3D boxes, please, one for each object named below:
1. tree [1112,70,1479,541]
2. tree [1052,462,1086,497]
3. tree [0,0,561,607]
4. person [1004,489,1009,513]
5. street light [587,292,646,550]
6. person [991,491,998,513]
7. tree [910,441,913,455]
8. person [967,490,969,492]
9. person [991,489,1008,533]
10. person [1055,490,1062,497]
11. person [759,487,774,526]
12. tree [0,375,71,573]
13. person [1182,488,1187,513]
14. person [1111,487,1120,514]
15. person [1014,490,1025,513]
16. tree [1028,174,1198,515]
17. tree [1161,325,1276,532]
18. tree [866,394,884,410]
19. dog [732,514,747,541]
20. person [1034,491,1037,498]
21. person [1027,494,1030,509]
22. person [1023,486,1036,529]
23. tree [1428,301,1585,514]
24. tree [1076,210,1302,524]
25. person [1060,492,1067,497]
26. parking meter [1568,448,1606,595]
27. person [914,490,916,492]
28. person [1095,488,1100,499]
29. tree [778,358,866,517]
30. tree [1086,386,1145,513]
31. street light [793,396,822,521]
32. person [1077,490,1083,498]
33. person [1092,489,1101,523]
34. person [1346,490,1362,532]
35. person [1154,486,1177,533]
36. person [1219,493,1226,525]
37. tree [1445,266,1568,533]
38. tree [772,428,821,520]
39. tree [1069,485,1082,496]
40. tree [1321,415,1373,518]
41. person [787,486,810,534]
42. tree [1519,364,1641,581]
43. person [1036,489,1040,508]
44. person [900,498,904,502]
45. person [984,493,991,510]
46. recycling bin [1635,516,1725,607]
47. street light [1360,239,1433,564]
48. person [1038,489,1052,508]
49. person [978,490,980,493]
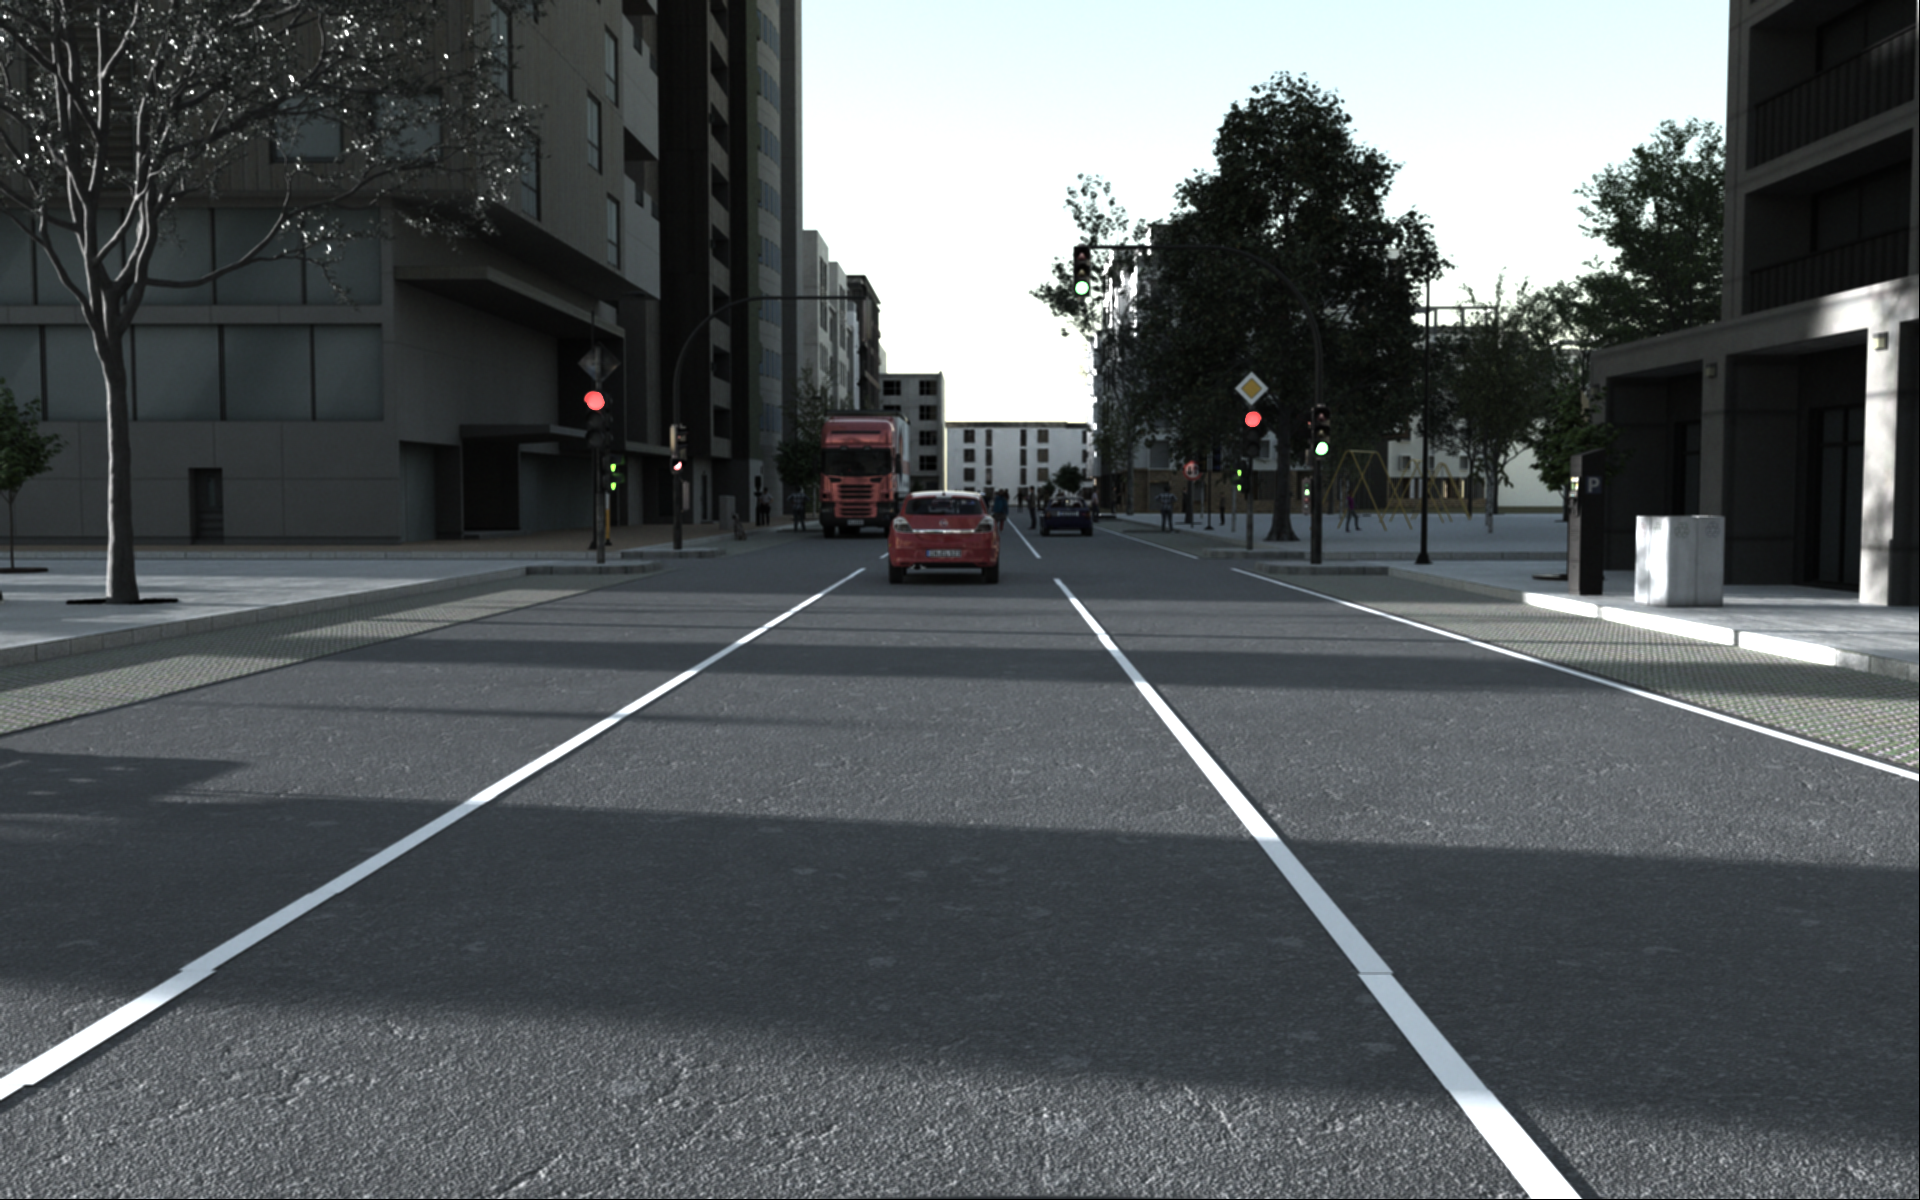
[{"bbox_3d":[8.959,-7.966,47.248,9.611,12.733,9.660,0,3,0],"label":"tree"},{"bbox_3d":[10.842,-11.500,171.731,4.285,4.588,4.351,0,3,0],"label":"tree"},{"bbox_3d":[-9.771,-6.692,19.790,12.009,13.543,11.850,0,3,0],"label":"tree"},{"bbox_3d":[3.450,-7.422,129.814,0.705,1.831,1.348,-1,4,-18],"label":"person"},{"bbox_3d":[-7.892,-4.120,39.900,1.470,5.913,1.316,0,4,1],"label":"street light"},{"bbox_3d":[2.077,-5.487,100.175,0.435,1.587,0.963,-1,4,-22],"label":"person"},{"bbox_3d":[-6.457,-12.616,156.626,4.737,8.622,4.395,0,3,0],"label":"tree"},{"bbox_3d":[0.732,-9.423,162.652,0.705,1.814,1.350,-1,4,-23],"label":"person"},{"bbox_3d":[1.454,-3.255,63.417,0.593,1.614,0.444,1,4,20],"label":"person"},{"bbox_3d":[8.531,-8.560,148.549,1.348,1.812,0.705,-3,4,-38],"label":"person"},{"bbox_3d":[-7.892,-3.805,70.472,0.614,1.554,0.590,0,4,-7],"label":"person"},{"bbox_3d":[-15.736,-2.067,28.404,1.663,3.219,1.824,0,3,0],"label":"tree"},{"bbox_3d":[15.280,-6.769,117.519,0.445,1.727,0.742,1,4,9],"label":"person"},{"bbox_3d":[9.919,-6.316,109.834,0.750,1.759,0.617,1,4,21],"label":"person"},{"bbox_3d":[4.681,-7.623,133.650,1.217,1.766,0.721,2,4,25],"label":"person"},{"bbox_3d":[8.862,-15.219,104.726,12.611,20.169,13.585,0,3,0],"label":"tree"},{"bbox_3d":[9.085,-6.628,58.733,4.360,8.622,3.978,0,3,0],"label":"tree"},{"bbox_3d":[-7.197,-10.714,125.542,4.737,8.622,4.395,0,3,0],"label":"tree"},{"bbox_3d":[-6.817,-2.226,53.228,0.513,0.831,0.800,0,4,2],"label":"dog"},{"bbox_3d":[7.871,-10.805,185.251,0.705,1.814,1.350,3,4,38],"label":"person"},{"bbox_3d":[6.362,-9.296,163.709,0.599,1.433,0.991,0,4,-3],"label":"person"},{"bbox_3d":[2.792,-3.762,70.535,0.750,1.759,0.617,2,4,25],"label":"person"},{"bbox_3d":[34.100,-12.183,109.553,12.009,13.543,11.850,0,3,0],"label":"tree"},{"bbox_3d":[10.002,-10.019,74.186,12.009,13.543,11.850,0,3,0],"label":"tree"},{"bbox_3d":[6.649,-6.187,111.620,0.963,1.587,0.435,0,4,-4],"label":"person"},{"bbox_3d":[7.957,-0.997,22.016,0.399,1.863,0.255,-1,4,-13],"label":"parking meter"},{"bbox_3d":[-3.597,-7.686,134.893,0.721,1.735,1.217,1,4,19],"label":"person"},{"bbox_3d":[10.568,-7.757,133.580,0.721,1.736,1.217,-1,4,-13],"label":"person"},{"bbox_3d":[-7.760,-8.837,94.841,4.737,8.622,4.395,0,3,0],"label":"tree"},{"bbox_3d":[10.426,-10.170,116.644,4.737,8.622,4.395,0,3,0],"label":"tree"},{"bbox_3d":[-7.254,-6.724,82.476,1.470,5.913,1.316,0,4,1],"label":"street light"},{"bbox_3d":[8.522,-6.962,123.004,0.621,1.740,0.551,-2,4,-33],"label":"person"},{"bbox_3d":[6.802,-4.712,86.487,0.436,1.711,0.756,0,4,-1],"label":"person"},{"bbox_3d":[13.386,-3.024,58.723,0.776,1.435,0.726,3,4,38],"label":"person"},{"bbox_3d":[7.483,-3.270,62.693,0.841,1.734,0.376,2,4,24],"label":"person"},{"bbox_3d":[10.840,-3.778,71.725,0.340,1.345,0.435,-1,4,-12],"label":"person"},{"bbox_3d":[17.763,-6.531,57.144,4.737,8.622,4.395,0,3,0],"label":"tree"},{"bbox_3d":[-7.871,-6.309,86.862,4.285,4.588,4.351,0,3,0],"label":"tree"},{"bbox_3d":[11.672,-11.327,179.793,1.663,3.219,1.824,0,3,0],"label":"tree"},{"bbox_3d":[20.982,-8.769,93.741,4.360,8.622,3.978,0,3,0],"label":"tree"},{"bbox_3d":[-5.825,-3.258,62.496,0.841,1.734,0.376,-1,4,-9],"label":"person"},{"bbox_3d":[9.127,-1.914,25.902,1.663,3.219,1.824,0,3,0],"label":"tree"},{"bbox_3d":[6.548,-8.345,144.956,0.705,1.823,1.348,1,4,10],"label":"person"},{"bbox_3d":[-4.199,-6.850,120.363,0.599,1.838,0.709,-2,4,-33],"label":"person"},{"bbox_3d":[1.639,-5.705,104.318,0.480,1.512,0.613,0,4,0],"label":"person"},{"bbox_3d":[8.284,-0.452,19.946,0.722,1.027,0.722,0,4,-7],"label":"recycling bin"},{"bbox_3d":[7.986,-3.617,31.686,1.470,5.913,1.316,0,4,1],"label":"street light"},{"bbox_3d":[6.766,-7.752,135.347,1.348,1.812,0.705,0,4,1],"label":"person"},{"bbox_3d":[1.939,-10.288,176.721,1.348,1.822,0.705,0,4,2],"label":"person"}]
